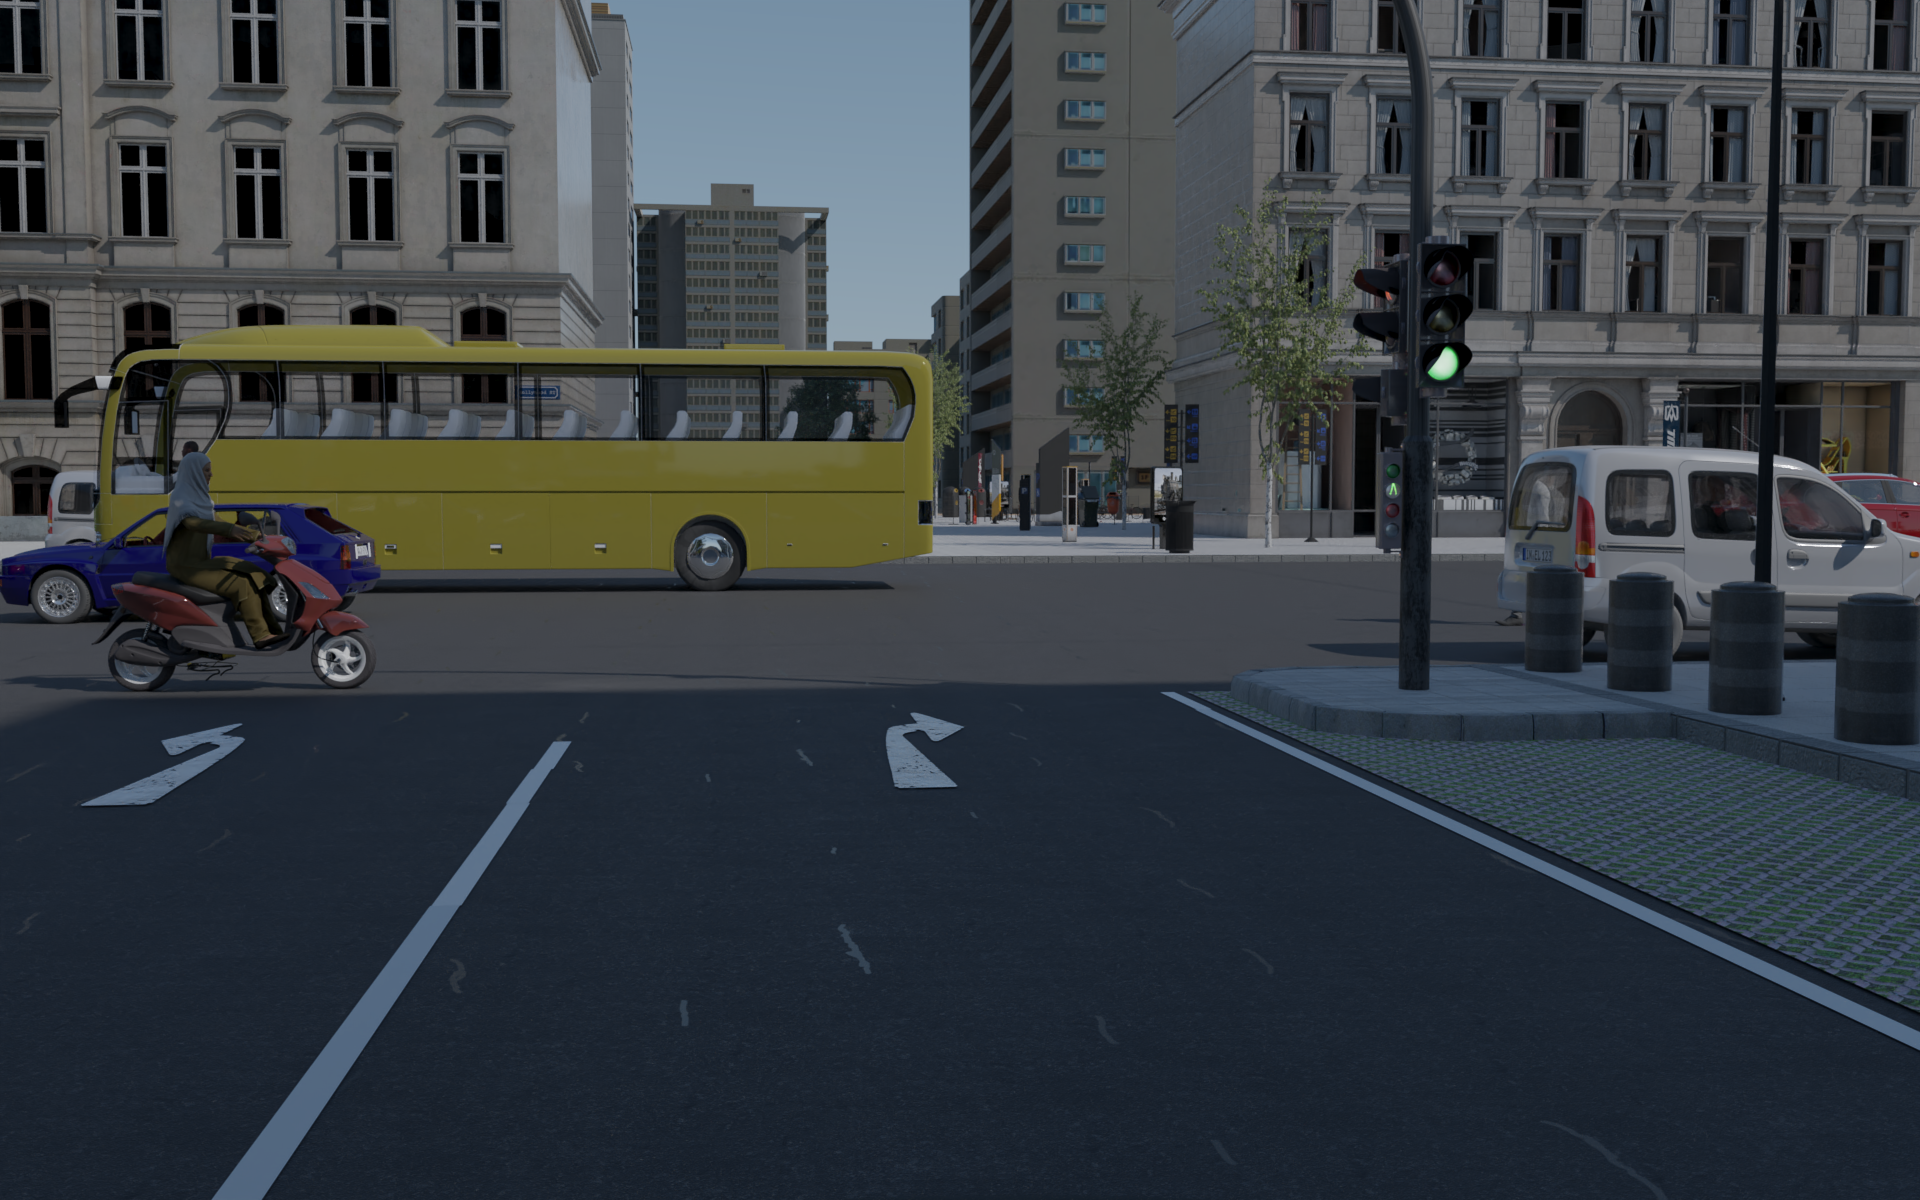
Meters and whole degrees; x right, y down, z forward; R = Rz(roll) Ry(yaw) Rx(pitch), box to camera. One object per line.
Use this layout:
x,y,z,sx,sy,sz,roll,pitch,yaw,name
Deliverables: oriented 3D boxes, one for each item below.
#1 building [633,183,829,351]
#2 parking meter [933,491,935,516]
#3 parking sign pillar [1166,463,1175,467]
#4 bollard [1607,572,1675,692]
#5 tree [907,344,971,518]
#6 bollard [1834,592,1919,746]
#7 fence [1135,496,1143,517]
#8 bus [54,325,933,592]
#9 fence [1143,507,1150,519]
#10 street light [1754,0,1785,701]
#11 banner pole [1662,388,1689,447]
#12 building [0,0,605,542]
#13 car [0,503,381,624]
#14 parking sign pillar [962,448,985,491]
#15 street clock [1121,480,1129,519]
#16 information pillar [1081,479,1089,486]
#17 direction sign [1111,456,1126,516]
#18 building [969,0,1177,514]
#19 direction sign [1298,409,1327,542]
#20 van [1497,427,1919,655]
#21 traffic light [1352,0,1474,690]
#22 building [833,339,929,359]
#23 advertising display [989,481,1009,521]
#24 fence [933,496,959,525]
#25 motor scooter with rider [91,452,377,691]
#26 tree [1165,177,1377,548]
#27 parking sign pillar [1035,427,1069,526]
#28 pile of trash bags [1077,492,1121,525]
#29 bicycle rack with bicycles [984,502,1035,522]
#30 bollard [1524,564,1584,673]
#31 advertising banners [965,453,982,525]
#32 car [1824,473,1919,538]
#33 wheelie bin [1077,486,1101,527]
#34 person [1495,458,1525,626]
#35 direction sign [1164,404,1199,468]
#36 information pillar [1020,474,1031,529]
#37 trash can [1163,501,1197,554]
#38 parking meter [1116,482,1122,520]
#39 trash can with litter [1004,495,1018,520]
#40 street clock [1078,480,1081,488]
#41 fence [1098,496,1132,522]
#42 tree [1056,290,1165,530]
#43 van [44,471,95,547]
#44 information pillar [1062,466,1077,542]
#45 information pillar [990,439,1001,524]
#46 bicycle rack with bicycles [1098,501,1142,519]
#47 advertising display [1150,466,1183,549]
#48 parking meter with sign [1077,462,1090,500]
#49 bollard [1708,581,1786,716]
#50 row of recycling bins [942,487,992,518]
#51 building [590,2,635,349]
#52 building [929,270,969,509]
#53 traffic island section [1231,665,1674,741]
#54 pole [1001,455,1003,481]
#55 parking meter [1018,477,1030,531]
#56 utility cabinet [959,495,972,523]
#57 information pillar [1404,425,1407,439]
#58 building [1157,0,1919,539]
-28.764,-32.273,219.547,23.993,40.220,32.217,0,4,-7,building
-1.679,-5.762,102.627,0.372,1.533,0.369,0,3,0,parking meter
11.513,-6.376,92.715,1.447,3.967,1.447,3,4,38,parking sign pillar
4.476,0.203,11.393,0.404,0.777,0.398,0,3,0,bollard
-1.612,-8.200,84.432,4.737,8.622,4.395,0,3,0,tree
4.779,0.349,9.007,0.404,0.777,0.398,0,3,0,bollard
9.563,-5.320,98.190,0.480,1.192,2.264,3,4,38,fence
-6.609,-2.113,26.096,12.252,3.916,2.896,0,4,-7,bus
8.356,-3.803,77.547,0.278,0.683,2.069,1,4,16,fence
4.493,-2.331,10.658,1.470,5.913,1.316,0,4,-7,street light
16.874,-3.107,40.810,0.863,3.779,0.401,-1,4,-15,banner pole
-28.564,-14.187,51.044,34.723,24.649,14.460,0,4,-7,building
-8.817,-0.453,19.983,3.894,1.354,1.945,0,4,-6,car
0.774,-6.871,100.813,1.447,3.967,1.447,0,4,-7,parking sign pillar
8.593,-5.258,90.531,0.471,2.002,0.358,3,5,39,street clock
6.104,-4.908,84.745,0.304,2.012,0.304,-1,4,-20,information pillar
9.469,-6.809,103.331,0.876,3.537,0.379,1,4,9,direction sign
12.606,-30.407,120.855,21.300,48.544,21.600,0,4,-7,building
9.401,-3.318,46.251,0.876,3.537,0.379,-2,4,-23,direction sign
6.955,-0.508,15.325,4.112,2.044,2.013,0,4,-8,van
0.898,-2.216,10.906,4.771,5.953,1.251,0,4,-7,traffic light
-1.634,-23.025,221.494,28.899,21.520,27.650,0,4,-7,building
1.873,-4.751,82.886,0.974,1.923,0.123,0,4,-5,advertising display
-1.003,-3.700,71.692,0.480,1.192,2.264,3,5,44,fence
-5.290,-0.222,12.599,1.986,1.779,0.876,0,4,-7,motor scooter with rider
7.626,-5.563,41.318,4.737,8.622,4.395,0,3,0,tree
3.735,-4.978,69.861,1.447,3.967,1.447,-1,4,-21,parking sign pillar
5.086,-3.866,72.969,3.447,1.369,1.912,1,4,18,pile of trash bags
2.486,-4.091,80.277,2.852,0.926,2.925,2,4,24,bicycle rack with bicycles
4.321,0.130,12.594,0.404,0.777,0.398,0,3,0,bollard
0.599,-4.685,72.786,0.090,3.025,2.074,1,4,20,advertising banners
17.027,-1.447,32.335,5.304,1.827,2.281,0,4,-5,car
4.941,-3.614,66.999,0.980,1.594,0.693,-1,4,-22,wheelie bin
6.247,-0.631,18.917,0.850,1.850,0.679,0,4,-5,person
5.592,-3.166,43.764,0.876,3.537,0.379,1,4,14,direction sign
2.428,-3.636,63.947,0.304,2.012,0.304,-1,4,-20,information pillar
4.755,-1.581,37.498,0.748,1.137,0.748,0,3,0,trash can
7.850,-4.876,85.432,0.255,1.863,0.399,0,4,-2,parking meter
2.142,-4.576,85.882,1.678,1.210,2.233,2,4,30,trash can with litter
6.132,-4.979,85.981,0.471,2.002,0.358,3,4,36,street clock
6.871,-4.261,80.865,2.264,1.192,0.480,2,4,23,fence
5.645,-6.820,61.867,4.737,8.622,4.395,0,3,0,tree
-14.061,-1.472,31.073,4.112,2.044,2.013,0,4,-6,van
2.926,-2.553,46.237,0.304,2.012,0.304,-2,4,-23,information pillar
1.545,-5.061,74.094,0.183,3.616,0.504,-3,5,-42,information pillar
7.574,-4.590,88.426,2.925,0.926,2.852,2,4,25,bicycle rack with bicycles
4.820,-2.151,40.391,0.974,1.923,0.123,-3,4,-38,advertising display
6.264,-6.032,94.883,1.738,3.016,0.543,0,4,5,parking meter with sign
4.633,0.276,10.201,0.404,0.777,0.398,0,3,0,bollard
0.641,-5.393,95.286,3.534,1.692,1.069,-2,4,-27,row of recycling bins
-53.997,-40.892,210.579,28.212,58.520,21.231,0,4,-7,building
12.902,-18.478,147.161,27.650,21.520,28.899,0,4,-7,building
3.002,0.664,11.432,2.009,0.180,2.903,0,4,-7,traffic island section
2.132,-5.853,89.532,0.158,3.312,0.155,0,3,0,pole
2.255,-3.360,60.649,0.399,1.863,0.255,1,4,9,parking meter
0.296,-4.038,77.178,0.306,1.237,1.020,-2,4,-24,utility cabinet
10.948,-3.095,41.950,0.504,3.616,0.183,-2,4,-26,information pillar
9.034,-12.397,53.602,40.483,20.767,10.553,0,4,-7,building
